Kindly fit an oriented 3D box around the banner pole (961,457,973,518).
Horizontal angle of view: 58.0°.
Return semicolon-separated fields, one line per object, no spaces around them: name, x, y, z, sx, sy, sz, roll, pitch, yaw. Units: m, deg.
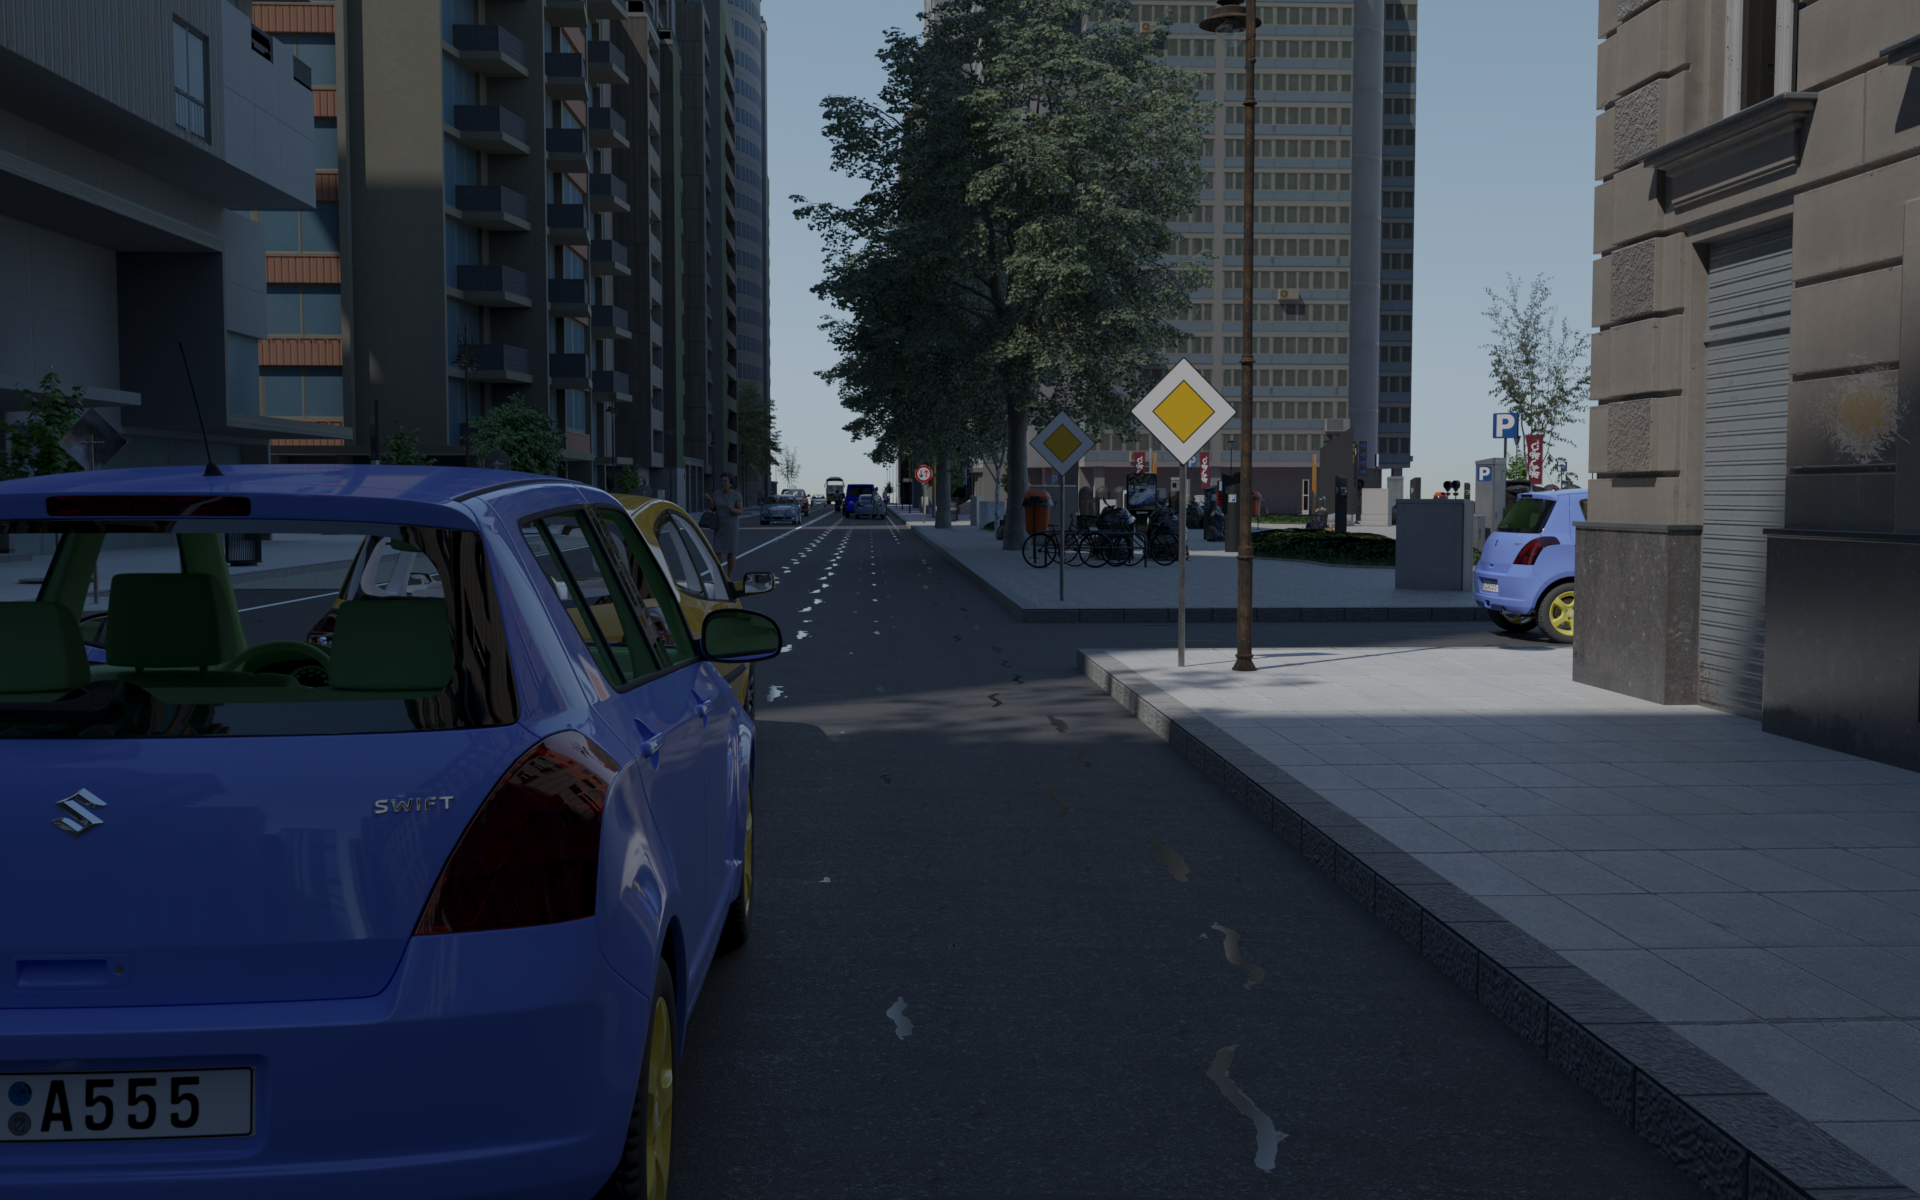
banner pole;0.421;-6.306;93.127;0.863;3.779;0.401;1;4;15

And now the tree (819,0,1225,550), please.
tree;1.199;-8.126;39.522;9.857;13.997;8.962;0;3;0

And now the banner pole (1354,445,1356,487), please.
banner pole;17.399;-5.345;77.412;0.401;3.779;0.863;-3;5;-41

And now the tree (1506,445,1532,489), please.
tree;21.734;-4.477;67.792;1.663;3.219;1.824;0;3;0

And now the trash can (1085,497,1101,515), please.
trash can;6.173;-4.194;80.219;0.748;1.137;0.748;0;3;0

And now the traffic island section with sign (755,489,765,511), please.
traffic island section with sign;-16.830;-8.470;147.112;1.989;1.847;2.006;0;4;-3

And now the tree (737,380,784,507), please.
tree;-21.187;-15.489;171.374;7.486;12.596;7.792;0;3;0

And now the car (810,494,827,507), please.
car;-15.785;-11.071;193.015;2.014;1.417;4.499;0;4;-5

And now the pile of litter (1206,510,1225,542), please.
pile of litter;7.231;-2.019;46.972;1.176;0.858;1.719;2;4;32

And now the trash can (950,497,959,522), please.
trash can;-0.394;-4.189;80.148;0.748;1.137;0.748;0;3;0

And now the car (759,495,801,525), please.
car;-8.530;-4.313;82.518;2.014;1.417;4.499;0;4;-2

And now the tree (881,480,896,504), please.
tree;-10.282;-15.718;251.595;1.663;3.219;1.824;0;3;0

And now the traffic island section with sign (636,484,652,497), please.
traffic island section with sign;-12.743;-3.745;69.851;1.989;1.847;2.006;0;4;-3

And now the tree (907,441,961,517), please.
tree;-1.153;-6.919;96.834;4.285;4.588;4.351;0;3;0

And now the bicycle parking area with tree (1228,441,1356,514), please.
bicycle parking area with tree;17.210;-6.511;93.451;8.231;4.147;9.016;1;4;11

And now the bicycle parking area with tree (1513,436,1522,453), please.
bicycle parking area with tree;29.876;-6.014;85.328;8.231;4.147;9.016;0;4;8

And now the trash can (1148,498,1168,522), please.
trash can;6.950;-3.024;61.093;0.748;1.137;0.748;0;3;0

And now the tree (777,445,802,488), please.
tree;-24.727;-18.421;251.539;4.360;8.622;3.978;0;3;0

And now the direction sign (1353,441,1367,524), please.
direction sign;16.938;-5.011;73.934;0.876;3.537;0.379;-1;4;-13

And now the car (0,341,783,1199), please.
car;-1.439;0.319;4.377;1.945;1.707;3.694;0;4;-3

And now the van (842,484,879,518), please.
van;-6.039;-6.174;105.324;2.240;2.365;5.245;0;4;-3

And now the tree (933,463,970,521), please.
tree;-0.620;-5.457;83.827;1.663;3.219;1.824;0;3;0

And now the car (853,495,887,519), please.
car;-5.175;-5.353;99.521;2.014;1.417;4.499;0;4;-3

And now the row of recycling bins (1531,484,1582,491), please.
row of recycling bins;24.036;-3.953;71.738;3.534;1.692;1.069;-1;4;-9

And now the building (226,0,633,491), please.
building;-26.412;-25.669;74.307;22.147;44.769;28.867;0;4;-3

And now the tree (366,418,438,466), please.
tree;-14.314;-3.029;44.124;1.663;3.219;1.824;0;3;0

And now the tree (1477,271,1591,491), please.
tree;18.974;-6.526;57.055;4.360;8.622;3.978;0;3;0

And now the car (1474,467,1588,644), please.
car;7.102;-0.473;17.330;3.694;1.707;1.945;0;4;-1

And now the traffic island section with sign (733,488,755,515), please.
traffic island section with sign;-15.359;-6.779;119.458;1.989;1.847;2.006;0;4;-3

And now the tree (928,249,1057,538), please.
tree;1.048;-6.097;50.045;4.360;8.622;3.978;0;3;0

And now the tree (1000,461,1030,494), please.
tree;2.660;-5.729;88.273;1.663;3.219;1.824;0;3;0

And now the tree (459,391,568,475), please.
tree;-14.176;-4.372;55.191;4.285;4.588;4.351;0;3;0

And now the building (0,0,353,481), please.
building;-29.438;-27.095;32.235;28.713;52.752;27.495;0;4;-3

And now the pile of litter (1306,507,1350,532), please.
pile of litter;12.179;-2.659;57.439;1.719;0.858;1.176;-1;4;-11

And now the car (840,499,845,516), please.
car;-7.036;-6.509;116.211;2.009;1.686;4.222;0;4;-3

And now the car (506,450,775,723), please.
car;-1.976;0.091;8.731;2.015;1.641;3.980;0;4;-3

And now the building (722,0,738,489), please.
building;-31.395;-32.439;154.077;21.300;48.544;21.600;0;4;-3

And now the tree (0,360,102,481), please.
tree;-13.038;-1.869;25.159;1.663;3.219;1.824;0;3;0

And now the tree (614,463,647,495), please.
tree;-17.914;-6.019;93.008;1.663;3.219;1.824;0;3;0

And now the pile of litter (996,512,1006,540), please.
pile of litter;1.661;-2.107;48.414;1.176;0.858;1.719;3;5;41

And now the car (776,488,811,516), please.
car;-11.017;-6.471;114.473;2.281;1.827;5.304;0;4;-5

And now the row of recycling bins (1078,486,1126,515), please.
row of recycling bins;7.095;-5.134;91.052;3.534;1.692;1.069;0;4;7
